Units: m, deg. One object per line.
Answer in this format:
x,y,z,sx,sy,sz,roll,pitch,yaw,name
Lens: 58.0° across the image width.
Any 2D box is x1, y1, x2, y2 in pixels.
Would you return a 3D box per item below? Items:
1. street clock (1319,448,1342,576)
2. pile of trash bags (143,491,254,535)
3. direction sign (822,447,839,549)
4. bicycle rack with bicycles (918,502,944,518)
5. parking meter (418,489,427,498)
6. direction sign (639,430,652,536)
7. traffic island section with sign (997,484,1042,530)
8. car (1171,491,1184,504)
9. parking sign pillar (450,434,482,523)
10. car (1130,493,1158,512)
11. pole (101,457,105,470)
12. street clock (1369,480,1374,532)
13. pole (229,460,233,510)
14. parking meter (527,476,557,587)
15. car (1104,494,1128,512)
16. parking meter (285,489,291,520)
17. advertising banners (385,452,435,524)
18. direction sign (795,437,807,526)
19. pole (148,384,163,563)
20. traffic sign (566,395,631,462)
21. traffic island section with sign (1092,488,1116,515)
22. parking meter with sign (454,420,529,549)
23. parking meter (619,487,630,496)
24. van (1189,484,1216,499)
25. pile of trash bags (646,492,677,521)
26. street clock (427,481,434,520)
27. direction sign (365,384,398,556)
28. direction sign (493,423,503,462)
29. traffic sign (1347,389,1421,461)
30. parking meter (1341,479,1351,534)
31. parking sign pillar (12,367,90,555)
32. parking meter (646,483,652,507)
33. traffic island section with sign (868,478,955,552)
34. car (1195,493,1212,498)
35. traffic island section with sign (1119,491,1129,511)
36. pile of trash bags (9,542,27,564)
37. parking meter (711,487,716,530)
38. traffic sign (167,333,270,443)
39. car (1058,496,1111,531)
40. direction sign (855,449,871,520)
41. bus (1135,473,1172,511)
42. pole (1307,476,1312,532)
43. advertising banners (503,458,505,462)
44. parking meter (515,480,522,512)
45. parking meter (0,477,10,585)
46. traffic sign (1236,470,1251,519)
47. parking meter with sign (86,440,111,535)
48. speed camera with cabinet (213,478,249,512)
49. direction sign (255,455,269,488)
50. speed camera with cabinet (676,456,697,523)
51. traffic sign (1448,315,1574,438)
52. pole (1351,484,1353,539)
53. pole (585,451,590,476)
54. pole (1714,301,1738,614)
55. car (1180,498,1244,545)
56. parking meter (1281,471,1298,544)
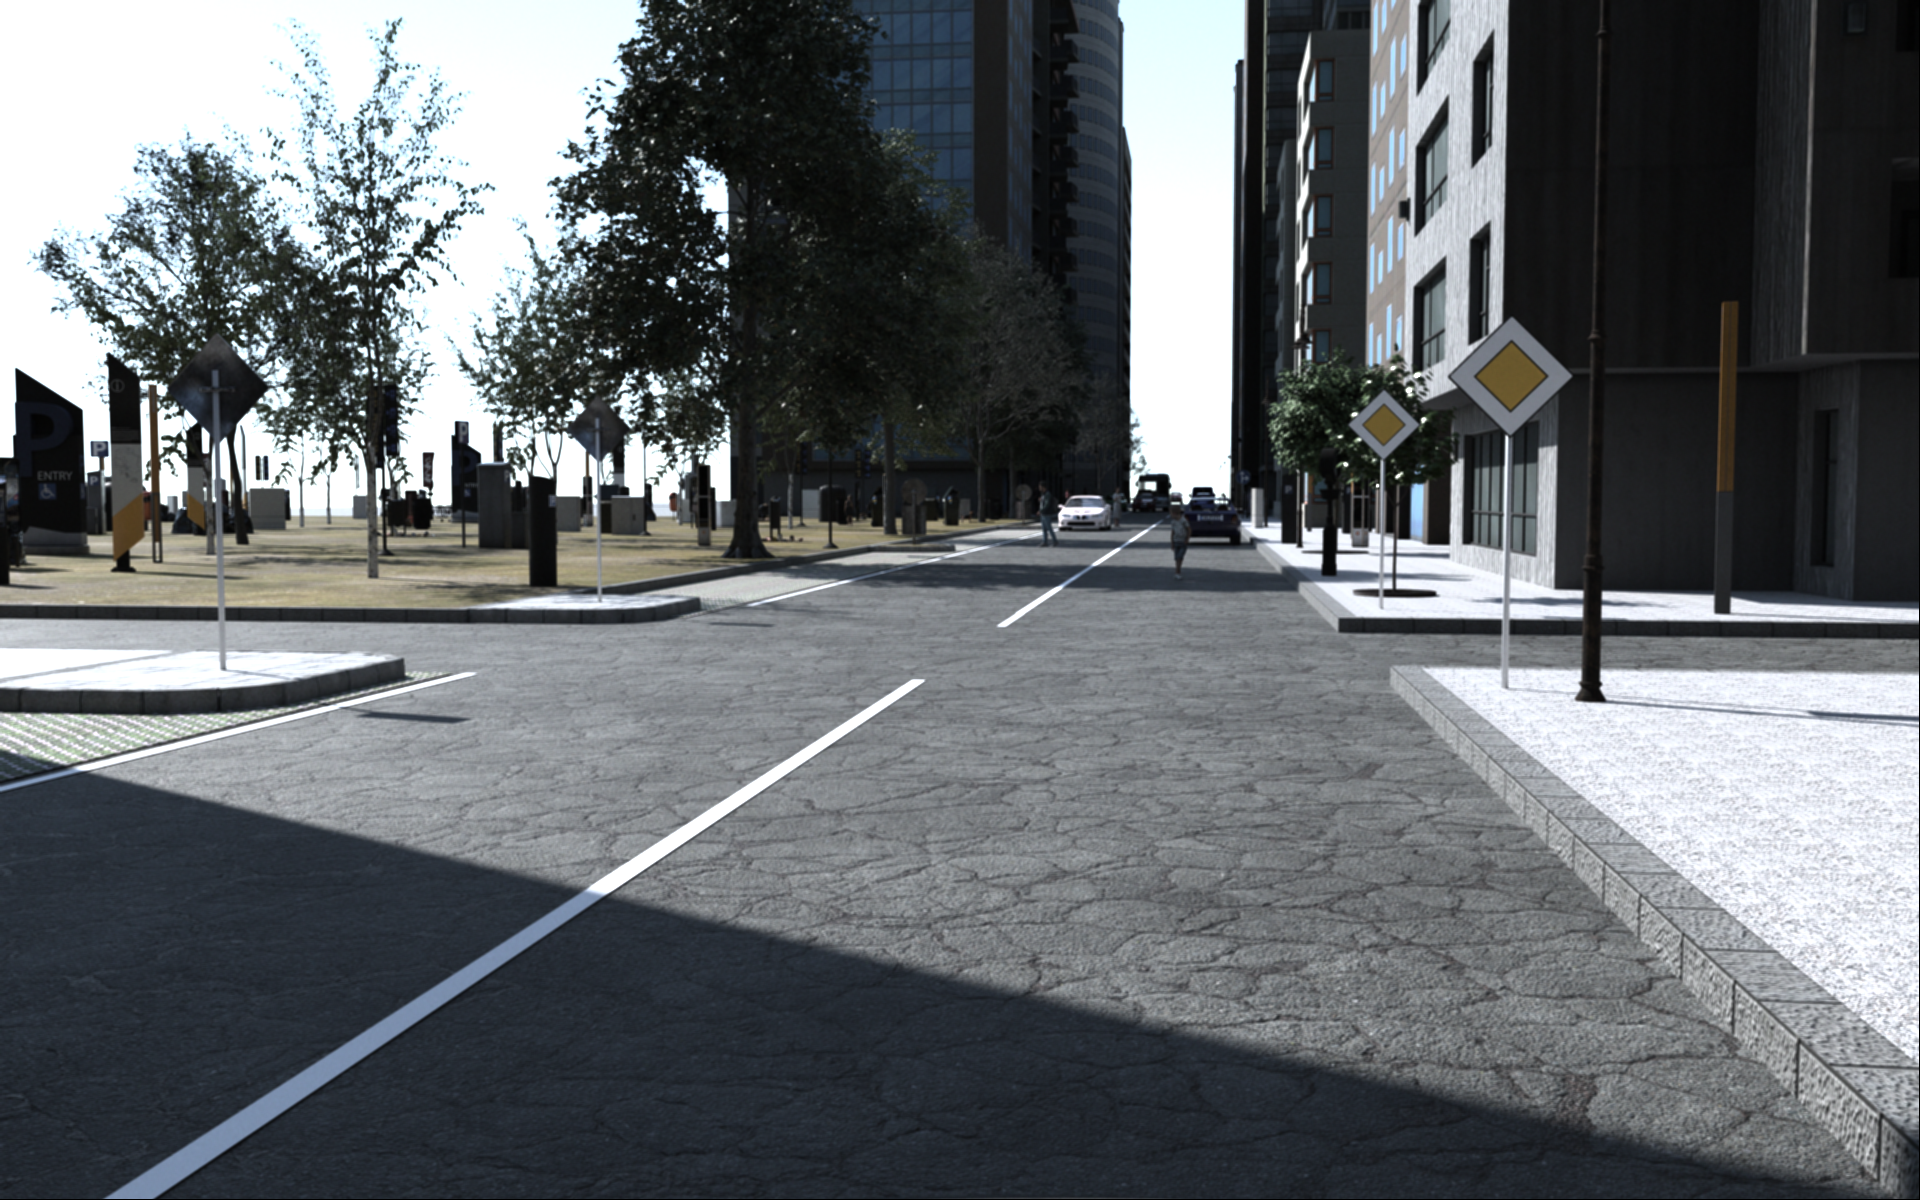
5.804,-1.382,27.173,0.358,2.002,0.471,2,4,28,street clock
-24.701,-2.812,55.726,1.912,1.369,3.447,3,4,39,pile of trash bags
-3.063,-2.988,40.855,0.379,3.537,0.876,0,4,-5,direction sign
-1.546,-4.789,91.680,2.852,0.926,2.925,-2,4,-34,bicycle rack with bicycles
-25.312,-4.478,81.622,0.372,1.533,0.369,0,3,0,parking meter
-9.704,-3.751,53.328,0.379,3.537,0.876,-1,4,-13,direction sign
2.594,-3.746,69.878,1.989,1.847,2.006,0,4,8,traffic island section with sign
30.907,-14.647,248.155,2.281,1.827,5.304,1,4,10,car
-21.926,-5.412,76.956,1.447,3.967,1.447,-1,4,-10,parking sign pillar
14.566,-7.823,136.945,2.155,1.783,4.494,0,4,8,car
-43.314,-5.731,87.549,0.158,3.312,0.155,0,3,0,pole
13.840,-3.310,58.693,0.471,2.002,0.358,-3,4,-37,street clock
-41.493,-6.410,98.641,0.158,3.312,0.155,0,3,0,pole
-5.812,-0.960,24.114,0.372,1.533,0.369,0,3,0,parking meter
12.411,-7.916,138.228,1.959,1.807,4.718,0,4,7,car
-32.927,-4.663,84.646,0.372,1.533,0.369,0,3,0,parking meter
-22.683,-4.603,71.439,2.074,3.025,0.090,0,4,-4,advertising banners
-6.381,-4.745,69.585,0.379,3.537,0.876,2,4,26,direction sign
-15.011,-2.352,32.298,0.158,3.312,0.155,0,3,0,pole
-4.289,-1.121,20.516,0.795,2.593,0.064,0,4,8,traffic sign
9.471,-6.752,119.016,1.989,1.847,2.006,0,4,8,traffic island section with sign
-11.027,-2.737,41.014,1.738,3.016,0.543,1,4,14,parking meter with sign
-11.303,-3.053,58.322,0.372,1.533,0.369,0,3,0,parking meter
20.247,-8.579,144.649,2.240,2.365,5.245,0,4,7,van
-15.106,-4.492,83.197,3.447,1.369,1.912,-1,4,-20,pile of trash bags
-26.338,-4.990,86.156,0.358,2.002,0.471,-2,4,-31,street clock
-11.972,-2.689,35.955,0.876,3.537,0.379,2,4,30,direction sign
-14.675,-3.858,55.070,0.379,3.537,0.876,-2,4,-34,direction sign
4.715,-1.043,19.240,0.795,2.593,0.064,0,4,8,traffic sign
12.571,-3.084,56.128,0.399,1.863,0.255,0,4,-1,parking meter
-19.382,-2.960,36.861,1.447,3.967,1.447,-1,4,-10,parking sign pillar
-16.072,-5.120,89.428,0.255,1.863,0.399,-3,5,-39,parking meter
-1.162,-2.114,43.185,1.989,1.847,2.006,0,4,8,traffic island section with sign
19.303,-7.807,137.237,1.945,1.707,3.694,0,4,8,car
13.287,-8.423,146.342,1.989,1.847,2.006,0,4,8,traffic island section with sign
-18.940,-1.334,31.563,3.447,1.369,1.912,-2,4,-24,pile of trash bags
-8.811,-3.228,61.191,0.372,1.533,0.369,0,3,0,parking meter
-5.396,-0.637,12.608,0.795,2.593,0.064,0,4,8,traffic sign
4.985,-3.444,68.676,2.083,1.381,4.827,1,4,8,car
-4.882,-5.815,87.071,0.876,3.537,0.379,2,4,25,direction sign
16.642,-9.347,147.689,2.948,3.499,13.247,0,4,8,bus
11.970,-4.000,59.245,0.158,3.312,0.155,0,3,0,pole
-22.402,-5.306,82.936,0.090,3.025,2.074,1,4,21,advertising banners
-18.929,-4.195,74.298,0.255,1.863,0.399,0,4,-7,parking meter
-13.713,-0.988,24.558,0.372,1.533,0.369,0,3,0,parking meter
14.772,-5.520,90.352,0.768,2.556,0.104,1,4,14,traffic sign
-27.702,-3.622,55.485,0.543,3.016,1.738,-1,4,-15,parking meter with sign
-41.842,-6.445,99.715,2.038,3.252,0.660,-1,4,-19,speed camera with cabinet
-40.664,-6.665,100.969,0.876,3.537,0.379,1,4,12,direction sign
-12.089,-5.028,76.548,0.660,3.252,2.038,-1,4,-19,speed camera with cabinet
3.608,-0.559,11.332,0.795,2.593,0.064,0,4,8,traffic sign
11.345,-3.422,49.786,0.158,3.312,0.155,0,3,0,pole
-17.543,-5.367,81.596,0.158,3.312,0.155,0,3,0,pole
8.179,-1.507,18.490,0.158,3.312,0.155,0,3,0,pole
7.207,-2.287,49.973,1.945,1.354,3.894,0,4,8,car
8.527,-2.394,44.861,0.399,1.863,0.255,2,4,28,parking meter
